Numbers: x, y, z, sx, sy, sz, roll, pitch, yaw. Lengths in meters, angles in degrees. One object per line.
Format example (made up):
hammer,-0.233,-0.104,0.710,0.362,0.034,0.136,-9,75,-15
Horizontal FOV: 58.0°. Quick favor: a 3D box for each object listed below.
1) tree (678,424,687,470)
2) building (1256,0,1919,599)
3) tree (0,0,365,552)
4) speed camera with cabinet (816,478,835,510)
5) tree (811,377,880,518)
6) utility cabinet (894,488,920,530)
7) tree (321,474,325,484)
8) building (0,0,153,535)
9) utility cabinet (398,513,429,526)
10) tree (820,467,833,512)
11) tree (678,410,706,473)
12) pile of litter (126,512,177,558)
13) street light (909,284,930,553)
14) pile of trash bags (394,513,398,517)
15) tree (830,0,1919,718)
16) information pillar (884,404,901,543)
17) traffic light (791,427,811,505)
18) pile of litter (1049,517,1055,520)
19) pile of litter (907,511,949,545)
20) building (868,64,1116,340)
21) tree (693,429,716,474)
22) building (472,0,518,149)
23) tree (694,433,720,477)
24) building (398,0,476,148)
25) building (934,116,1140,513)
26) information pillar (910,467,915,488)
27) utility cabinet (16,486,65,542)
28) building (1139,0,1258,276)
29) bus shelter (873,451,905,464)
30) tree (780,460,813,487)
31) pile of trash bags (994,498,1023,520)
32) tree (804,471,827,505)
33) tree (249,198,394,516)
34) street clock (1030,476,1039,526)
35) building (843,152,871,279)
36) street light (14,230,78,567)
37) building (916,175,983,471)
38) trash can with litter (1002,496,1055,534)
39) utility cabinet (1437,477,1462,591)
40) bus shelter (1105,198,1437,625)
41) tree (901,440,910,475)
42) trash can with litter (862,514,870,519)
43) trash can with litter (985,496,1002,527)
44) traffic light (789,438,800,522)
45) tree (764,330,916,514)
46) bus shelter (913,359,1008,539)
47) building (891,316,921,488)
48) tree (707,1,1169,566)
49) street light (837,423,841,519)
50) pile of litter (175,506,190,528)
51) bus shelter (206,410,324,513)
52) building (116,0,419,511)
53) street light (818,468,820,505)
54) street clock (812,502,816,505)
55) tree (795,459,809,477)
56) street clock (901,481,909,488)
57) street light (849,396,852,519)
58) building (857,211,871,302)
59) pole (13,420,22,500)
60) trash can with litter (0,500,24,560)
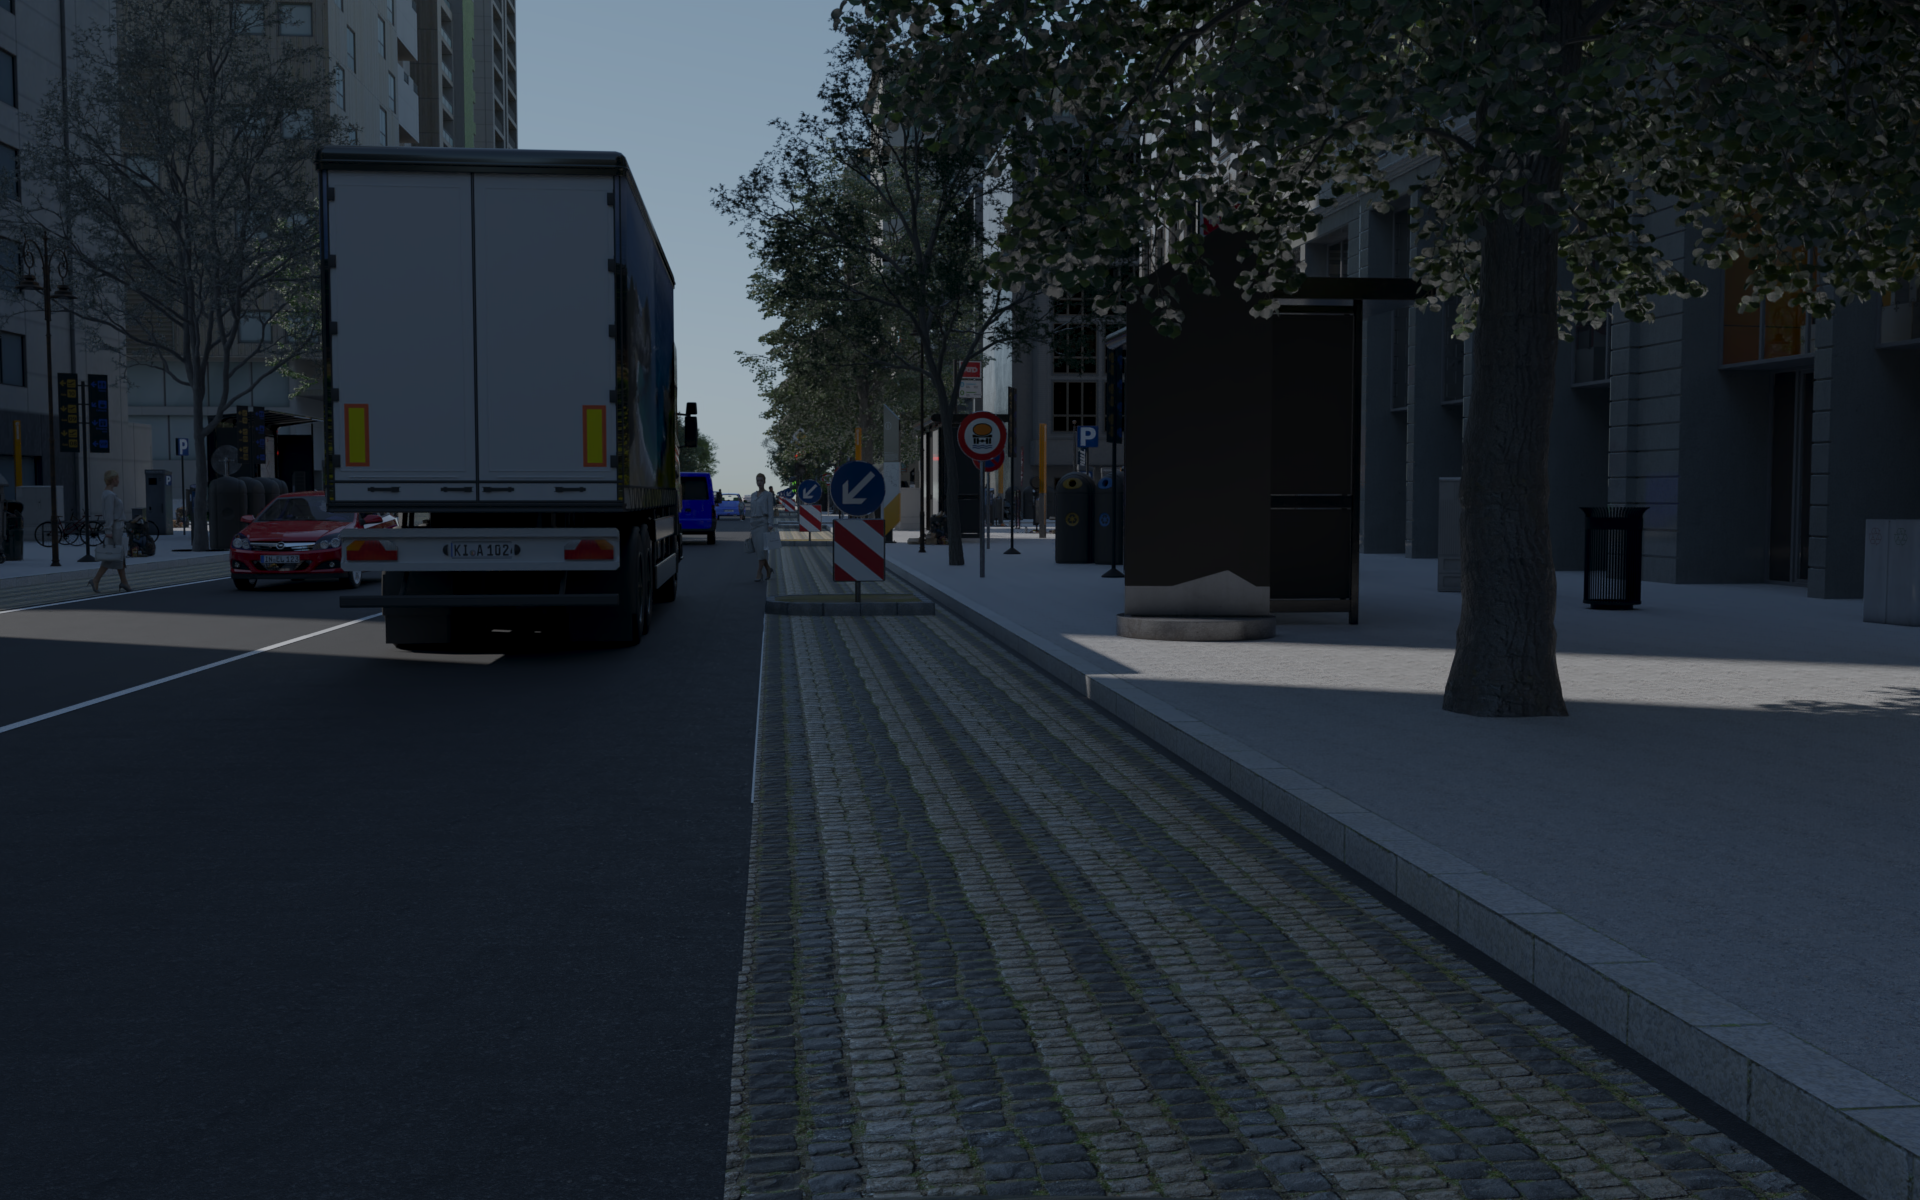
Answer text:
tree,-36.104,-17.104,214.057,8.767,10.594,7.601,1,4,16
building,14.754,-15.533,31.450,11.434,29.767,29.804,0,4,-6
tree,-16.842,-7.830,38.388,12.009,13.543,11.850,0,3,0
speed camera with cabinet,-10.913,-8.835,138.784,2.038,3.252,0.660,-2,4,-24
tree,-6.352,-8.785,94.005,4.737,8.622,4.395,0,3,0
utility cabinet,-1.819,-3.178,60.633,0.318,1.500,1.173,3,4,38
tree,-31.157,-5.637,86.762,1.663,3.219,1.824,0,3,0
building,-37.708,-37.293,47.992,20.611,71.187,20.563,0,4,-6
utility cabinet,-19.642,-3.279,62.287,0.318,1.500,1.173,2,4,29
tree,-9.460,-7.999,125.385,1.663,3.219,1.824,0,3,0
tree,-38.467,-19.166,230.378,9.611,12.733,9.660,0,3,0
pile of litter,-17.055,-1.307,35.339,1.176,0.858,1.719,0,4,3
street light,-0.828,-3.978,37.824,0.468,5.910,1.993,0,4,-6
pile of trash bags,-30.539,-5.313,96.615,1.912,1.369,3.447,-1,4,-23
tree,3.325,-6.314,9.885,9.857,13.997,8.962,0,3,0
information pillar,-1.781,-3.290,45.140,0.504,3.616,0.183,2,4,30
traffic light,-6.650,-5.108,72.432,0.839,4.253,0.868,0,4,-6
pile of litter,4.955,-4.349,85.073,1.176,0.858,1.719,0,4,-5
pile of litter,-0.768,-1.839,44.036,1.176,0.858,1.719,0,4,-8
building,3.341,-37.973,210.104,28.713,52.752,27.495,0,4,-6
tree,-42.969,-22.005,277.910,7.486,12.596,7.792,0,3,0
building,-49.783,-44.168,160.401,20.563,71.187,20.611,0,4,-6
tree,-47.261,-23.645,312.345,9.928,11.665,9.643,0,3,0
building,-45.391,-27.492,133.085,14.154,41.232,14.086,0,4,-6
building,6.375,-18.532,122.069,14.314,24.678,30.058,0,4,-6
information pillar,-4.144,-9.800,151.585,0.504,3.616,0.183,2,4,29
utility cabinet,-24.561,-2.297,46.243,1.173,1.500,0.318,0,4,8
building,12.114,-12.625,55.563,9.793,20.994,18.267,0,4,-6
bus shelter,-3.801,-5.498,83.813,2.014,3.302,5.546,0,4,-6
tree,-24.735,-21.706,273.023,7.486,12.596,7.792,0,3,0
pile of trash bags,1.276,-4.587,84.742,3.447,1.369,1.912,-1,4,-18
tree,-17.949,-13.721,208.057,4.285,4.588,4.351,0,3,0
tree,-19.792,-8.166,59.273,9.928,11.665,9.643,0,3,0
street clock,3.095,-4.043,70.670,0.471,2.002,0.358,-1,4,-19
building,-9.732,-46.436,301.224,21.231,58.520,28.212,0,4,-6
street light,-16.044,-3.533,30.553,0.468,5.910,1.993,0,4,-6
building,3.603,-22.086,147.004,13.634,28.700,20.117,0,4,-6
trash can with litter,2.690,-2.765,56.266,1.678,1.210,2.233,-2,4,-24
utility cabinet,6.853,-0.852,22.609,1.173,1.500,0.318,1,4,15
bus shelter,3.130,-2.655,21.037,2.179,5.291,8.768,0,4,-6
tree,-6.018,-11.443,137.452,4.737,8.622,4.395,0,3,0
trash can with litter,-5.403,-5.050,93.958,0.624,1.170,1.055,1,4,12
trash can with litter,1.486,-3.526,68.699,1.678,1.210,2.233,-1,4,-21
traffic light,-7.508,-5.593,80.371,0.839,4.253,0.868,0,4,-6
tree,-7.559,-11.755,109.207,9.611,12.733,9.660,0,3,0
bus shelter,-0.136,-4.392,49.445,2.179,5.291,8.768,0,4,-6
building,6.160,-20.673,183.047,27.650,21.520,28.899,0,4,-6
tree,-0.123,-5.922,31.237,8.767,10.594,7.601,-1,4,-14
street light,-6.027,-6.967,86.690,0.468,5.910,1.993,0,4,-6
pile of litter,-29.888,-3.176,65.891,1.176,0.858,1.719,0,4,-6
bus shelter,-20.446,-3.672,51.317,1.731,3.624,6.357,0,4,-6
building,-48.300,-31.454,103.517,28.713,52.752,27.495,0,4,-6
street light,-9.837,-9.063,120.970,0.468,5.910,1.993,0,4,-6
street clock,-11.674,-8.124,137.398,0.358,2.002,0.471,3,5,44
tree,-21.680,-17.743,240.463,4.360,8.622,3.978,0,3,0
street clock,-3.055,-5.488,94.301,0.471,2.002,0.358,3,5,44
street light,-4.558,-6.075,72.119,0.468,5.910,1.993,0,4,-6
building,-4.614,-39.881,271.667,23.786,49.044,30.456,0,4,-6
pole,-26.091,-3.312,47.991,0.158,3.312,0.155,0,3,0
trash can with litter,-18.470,-1.352,33.486,0.624,1.170,1.055,-3,4,-37
